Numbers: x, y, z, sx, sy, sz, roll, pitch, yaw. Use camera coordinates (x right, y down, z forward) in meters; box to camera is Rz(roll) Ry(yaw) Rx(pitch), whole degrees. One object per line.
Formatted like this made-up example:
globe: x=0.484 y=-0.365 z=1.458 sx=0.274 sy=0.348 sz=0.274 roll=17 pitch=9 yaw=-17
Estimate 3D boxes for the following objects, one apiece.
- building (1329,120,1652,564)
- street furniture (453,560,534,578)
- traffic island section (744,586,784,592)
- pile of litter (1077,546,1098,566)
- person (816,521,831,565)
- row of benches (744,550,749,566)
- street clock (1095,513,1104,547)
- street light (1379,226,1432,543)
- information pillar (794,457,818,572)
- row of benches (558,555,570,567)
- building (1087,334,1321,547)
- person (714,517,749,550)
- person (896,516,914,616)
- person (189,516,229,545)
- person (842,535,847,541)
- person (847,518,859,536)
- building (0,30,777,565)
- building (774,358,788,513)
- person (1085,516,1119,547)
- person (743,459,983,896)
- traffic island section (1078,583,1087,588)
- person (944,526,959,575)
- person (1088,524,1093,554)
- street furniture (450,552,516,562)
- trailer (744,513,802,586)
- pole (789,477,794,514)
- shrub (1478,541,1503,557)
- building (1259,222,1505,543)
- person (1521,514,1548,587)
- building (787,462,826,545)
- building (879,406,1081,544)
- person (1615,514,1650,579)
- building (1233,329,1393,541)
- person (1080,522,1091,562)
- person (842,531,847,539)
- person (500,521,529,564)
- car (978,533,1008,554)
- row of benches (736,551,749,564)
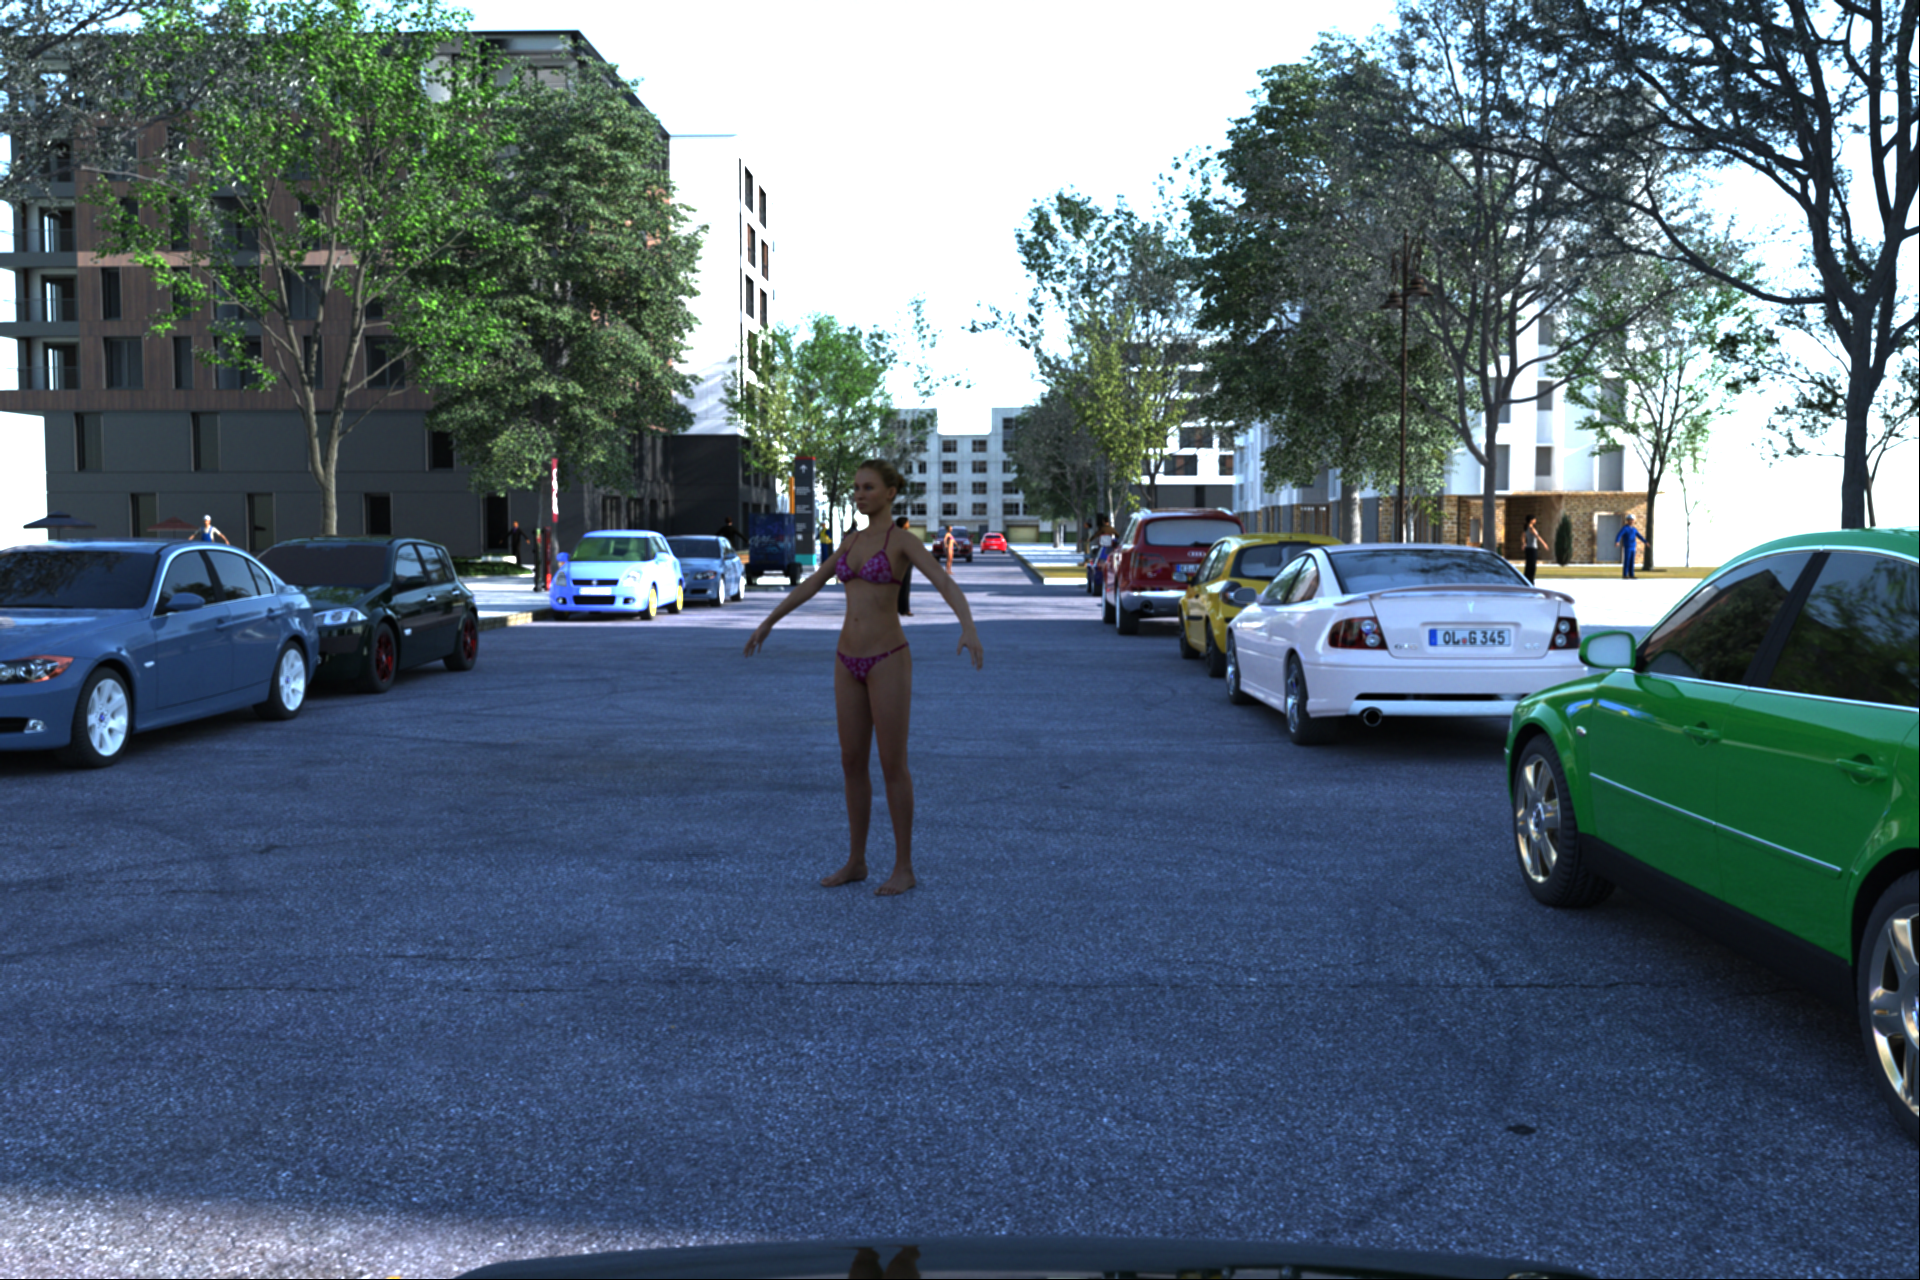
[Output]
building: x=23.712 y=-14.025 z=85.735 sx=16.016 sy=20.090 sz=11.380 roll=0 pitch=4 yaw=1
street furniture: x=-16.749 y=-2.116 z=50.226 sx=5.734 sy=0.657 sz=10.072 roll=1 pitch=4 yaw=22
traffic island section: x=-5.523 y=-1.289 z=43.945 sx=1.991 sy=0.108 sz=1.994 roll=0 pitch=4 yaw=2
pile of litter: x=5.212 y=-3.338 z=68.537 sx=1.176 sy=0.858 sz=1.719 roll=0 pitch=4 yaw=0
person: x=-5.602 y=-3.978 z=71.008 sx=0.705 sy=1.833 sz=1.349 roll=-2 pitch=4 yaw=-35
row of benches: x=-9.413 y=-3.273 z=68.980 sx=4.104 sy=0.672 sz=1.422 roll=0 pitch=4 yaw=-4
street clock: x=4.764 y=-3.325 z=58.938 sx=0.358 sy=2.002 sz=0.471 roll=0 pitch=4 yaw=2
street light: x=6.745 y=-3.278 z=26.376 sx=0.468 sy=5.910 sz=1.993 roll=0 pitch=4 yaw=1
information pillar: x=-5.204 y=-4.212 z=58.248 sx=0.750 sy=3.857 sz=0.750 roll=0 pitch=4 yaw=2
row of benches: x=-11.648 y=-2.668 z=59.086 sx=4.104 sy=0.672 sz=1.422 roll=-2 pitch=4 yaw=-28
building: x=28.062 y=-21.372 z=193.410 sx=27.936 sy=21.610 sz=32.646 roll=0 pitch=4 yaw=1
person: x=-6.951 y=-2.813 z=52.172 sx=1.347 sy=1.806 sz=0.705 roll=1 pitch=4 yaw=10
person: x=-0.919 y=-1.298 z=30.397 sx=0.721 sy=1.740 sz=1.216 roll=-2 pitch=4 yaw=-26
person: x=-23.027 y=-2.882 z=52.982 sx=1.347 sy=1.847 sz=0.705 roll=0 pitch=4 yaw=-7
person: x=-5.449 y=-5.057 z=88.449 sx=1.354 sy=1.858 sz=0.705 roll=-2 pitch=4 yaw=-28
person: x=-3.758 y=-3.442 z=62.062 sx=0.705 sy=1.856 sz=1.354 roll=1 pitch=4 yaw=23
building: x=-25.397 y=-14.877 z=87.220 sx=27.936 sy=21.610 sz=32.646 roll=0 pitch=4 yaw=2
building: x=-24.845 y=-20.023 z=183.795 sx=16.016 sy=20.090 sz=11.380 roll=0 pitch=4 yaw=1
person: x=4.370 y=-2.804 z=51.986 sx=1.346 sy=1.812 sz=0.704 roll=-2 pitch=4 yaw=-27
person: x=-0.391 y=0.141 z=6.960 sx=1.217 sy=1.733 sz=0.721 roll=3 pitch=4 yaw=37
traffic island section: x=4.182 y=-1.449 z=46.552 sx=1.991 sy=0.108 sz=1.994 roll=0 pitch=4 yaw=0
person: x=-0.310 y=-3.194 z=61.475 sx=0.721 sy=1.733 sz=1.217 roll=1 pitch=4 yaw=22
person: x=6.650 y=-5.073 z=89.135 sx=0.705 sy=1.806 sz=1.347 roll=1 pitch=4 yaw=17
street furniture: x=-19.498 y=-2.838 z=62.023 sx=5.734 sy=0.657 sz=10.072 roll=-2 pitch=4 yaw=-31
trailer: x=-5.204 y=-2.472 z=47.471 sx=1.471 sy=1.999 sz=3.904 roll=0 pitch=4 yaw=1
pole: x=-6.031 y=-4.169 z=62.014 sx=0.158 sy=3.312 sz=0.155 roll=0 pitch=3 yaw=0
shrub: x=17.009 y=-2.734 z=55.810 sx=1.383 sy=1.207 sz=1.383 roll=0 pitch=3 yaw=0
building: x=23.651 y=-15.255 z=105.845 sx=16.016 sy=20.090 sz=11.380 roll=0 pitch=4 yaw=1
person: x=13.223 y=-2.024 z=39.903 sx=0.721 sy=1.737 sz=1.217 roll=0 pitch=4 yaw=-7
building: x=-21.016 y=-16.701 z=215.208 sx=9.099 sy=9.664 sz=28.070 roll=0 pitch=4 yaw=1
building: x=5.595 y=-23.116 z=246.866 sx=31.486 sy=18.905 sz=16.747 roll=1 pitch=4 yaw=10
person: x=18.985 y=-2.641 z=49.055 sx=1.347 sy=1.842 sz=0.705 roll=-2 pitch=4 yaw=-28
building: x=26.251 y=-16.913 z=132.946 sx=16.016 sy=20.090 sz=11.380 roll=0 pitch=4 yaw=1
person: x=5.508 y=-4.247 z=75.709 sx=0.705 sy=1.796 sz=1.348 roll=-1 pitch=4 yaw=-11
person: x=-5.517 y=-4.605 z=84.556 sx=0.599 sy=1.433 sz=0.991 roll=0 pitch=4 yaw=-7
person: x=-17.609 y=-3.816 z=68.619 sx=1.346 sy=1.802 sz=0.704 roll=1 pitch=4 yaw=20
car: x=2.389 y=-7.075 z=124.714 sx=2.155 sy=1.783 sz=4.494 roll=0 pitch=4 yaw=1
row of benches: x=-7.799 y=-2.981 z=64.196 sx=4.104 sy=0.672 sz=1.422 roll=-2 pitch=4 yaw=-30
